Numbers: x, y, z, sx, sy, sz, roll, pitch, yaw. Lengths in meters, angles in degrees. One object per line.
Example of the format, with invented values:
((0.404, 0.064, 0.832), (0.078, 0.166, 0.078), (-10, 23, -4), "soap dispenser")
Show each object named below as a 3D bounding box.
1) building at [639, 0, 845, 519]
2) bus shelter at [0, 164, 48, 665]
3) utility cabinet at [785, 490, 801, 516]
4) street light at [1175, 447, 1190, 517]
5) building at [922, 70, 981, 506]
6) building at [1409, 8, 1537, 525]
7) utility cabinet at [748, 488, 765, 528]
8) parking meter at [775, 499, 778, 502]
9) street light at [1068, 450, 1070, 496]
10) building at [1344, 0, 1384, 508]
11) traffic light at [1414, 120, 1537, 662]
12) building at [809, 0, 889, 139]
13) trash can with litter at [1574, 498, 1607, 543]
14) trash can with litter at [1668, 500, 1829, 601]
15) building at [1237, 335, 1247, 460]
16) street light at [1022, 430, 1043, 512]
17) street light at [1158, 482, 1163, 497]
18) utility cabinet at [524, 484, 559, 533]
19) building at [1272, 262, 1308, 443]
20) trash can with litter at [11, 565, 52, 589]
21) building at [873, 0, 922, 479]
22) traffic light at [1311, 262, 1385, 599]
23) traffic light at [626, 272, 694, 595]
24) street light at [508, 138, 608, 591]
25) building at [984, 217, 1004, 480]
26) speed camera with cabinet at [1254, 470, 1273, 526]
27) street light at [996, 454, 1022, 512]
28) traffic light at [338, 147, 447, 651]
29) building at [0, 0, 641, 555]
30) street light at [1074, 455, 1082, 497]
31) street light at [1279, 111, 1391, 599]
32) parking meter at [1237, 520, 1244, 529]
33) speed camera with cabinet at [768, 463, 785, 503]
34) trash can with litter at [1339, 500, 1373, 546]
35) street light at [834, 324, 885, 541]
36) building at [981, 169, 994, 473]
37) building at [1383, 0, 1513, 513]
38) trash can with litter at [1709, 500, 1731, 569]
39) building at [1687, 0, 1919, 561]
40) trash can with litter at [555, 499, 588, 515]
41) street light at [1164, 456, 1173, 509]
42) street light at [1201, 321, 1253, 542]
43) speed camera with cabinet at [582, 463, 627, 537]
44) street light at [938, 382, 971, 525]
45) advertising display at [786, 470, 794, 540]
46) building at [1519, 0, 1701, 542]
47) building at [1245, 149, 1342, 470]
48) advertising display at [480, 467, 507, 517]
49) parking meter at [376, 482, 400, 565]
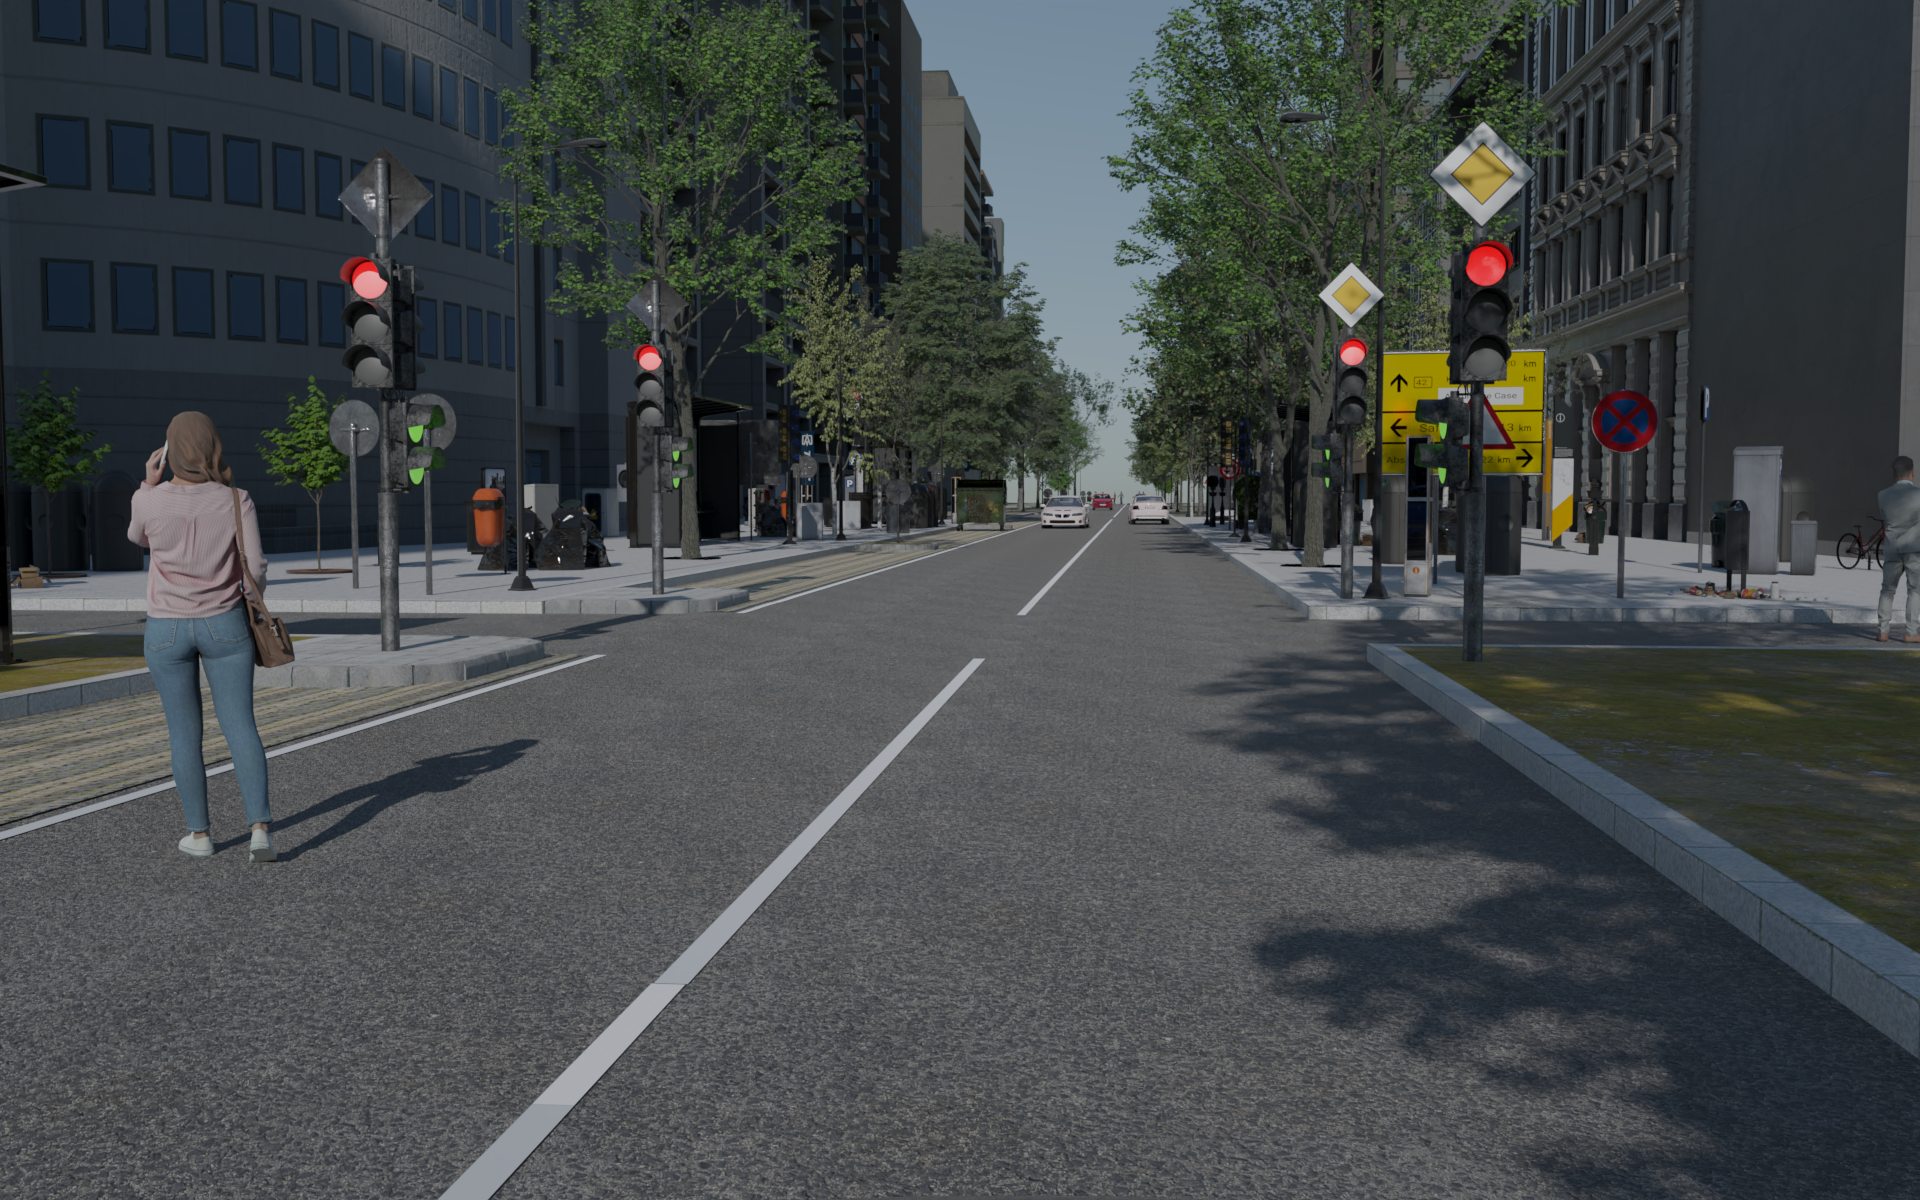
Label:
((-18.222, -41.008, 108.739), (20.563, 71.187, 20.611), (0, 4, 6), "building")
((-7.925, -1.144, 9.995), (1.731, 3.624, 6.357), (0, 4, 6), "bus shelter")
((-9.349, -5.459, 97.941), (1.173, 1.500, 0.318), (0, 4, -8), "utility cabinet")
((9.611, -6.022, 71.006), (1.470, 5.913, 1.316), (0, 4, 6), "street light")
((-9.116, -35.448, 203.278), (21.300, 48.544, 21.600), (0, 4, 6), "building")
((29.875, -15.907, 79.140), (14.314, 24.678, 30.058), (0, 4, 6), "building")
((-7.742, -3.498, 65.865), (0.318, 1.500, 1.173), (1, 4, 10), "utility cabinet")
((-9.940, -5.438, 94.627), (0.255, 1.863, 0.399), (-1, 4, -23), "parking meter")
((10.826, -12.767, 181.282), (1.470, 5.913, 1.316), (0, 4, 6), "street light")
((34.303, -28.739, 119.999), (14.600, 45.320, 14.200), (0, 4, 6), "building")
((3.924, -1.486, 13.212), (0.839, 4.253, 0.868), (0, 4, 6), "traffic light")
((-17.456, -29.337, 134.288), (22.147, 44.769, 28.867), (0, 4, 6), "building")
((16.325, -2.055, 44.986), (0.624, 1.170, 1.055), (-1, 4, -11), "trash can with litter")
((9.801, -0.664, 21.908), (1.678, 1.210, 2.233), (0, 4, 5), "trash can with litter")
((46.693, -36.374, 244.818), (14.600, 45.320, 14.200), (0, 4, 6), "building")
((5.115, -9.314, 124.823), (1.470, 5.913, 1.316), (0, 4, 6), "street light")
((14.910, -9.195, 122.881), (1.470, 5.913, 1.316), (0, 4, 6), "street light")
((-9.305, -1.820, 38.431), (0.318, 1.500, 1.173), (1, 4, 13), "utility cabinet")
((42.726, -26.332, 202.226), (14.160, 30.474, 14.107), (0, 4, 6), "building")
((-12.961, -0.740, 23.494), (1.055, 1.170, 0.624), (-3, 4, -39), "trash can with litter")
((-11.117, -30.894, 155.233), (14.600, 45.320, 14.200), (0, 4, 6), "building")
((4.731, -1.972, 21.156), (0.839, 4.253, 0.868), (0, 4, 6), "traffic light")
((-3.838, -2.024, 22.007), (0.839, 4.253, 0.868), (0, 4, 6), "traffic light")
((-5.290, -3.075, 22.814), (1.470, 5.913, 1.316), (0, 4, 6), "street light")
((-1.162, -34.647, 250.074), (14.154, 41.232, 14.086), (0, 4, 6), "building")
((11.777, -4.406, 66.369), (0.660, 3.252, 2.038), (1, 4, 22), "speed camera with cabinet")
((2.669, -7.793, 99.964), (1.470, 5.913, 1.316), (0, 4, 6), "street light")
((-4.645, -1.538, 14.063), (0.839, 4.253, 0.868), (0, 4, 6), "traffic light")
((-23.133, -30.898, 47.189), (21.231, 58.520, 28.212), (0, 4, 6), "building")
((13.431, -14.263, 205.736), (1.470, 5.913, 1.316), (0, 4, 6), "street light")
((4.578, -2.974, 21.161), (1.470, 5.913, 1.316), (0, 4, 6), "street light")
((10.410, -3.600, 64.573), (0.255, 1.863, 0.399), (3, 4, 38), "parking meter")
((-8.925, -5.293, 80.882), (0.660, 3.252, 2.038), (-3, 4, -37), "speed camera with cabinet")
((9.898, -1.920, 42.782), (1.055, 1.170, 0.624), (3, 5, 41), "trash can with litter")
((-2.733, -4.580, 47.419), (1.470, 5.913, 1.316), (0, 4, 6), "street light")
((-7.160, -35.132, 229.026), (22.147, 44.769, 28.867), (0, 4, 6), "building")
((32.770, -25.841, 106.090), (14.154, 41.232, 14.086), (0, 4, 6), "building")
((13.344, -1.128, 29.832), (0.624, 1.170, 1.055), (0, 4, 1), "trash can with litter")
((30.078, -14.842, 36.178), (24.014, 27.812, 14.314), (0, 4, 6), "building")
((-8.534, -1.588, 37.350), (0.624, 1.170, 1.055), (1, 4, 23), "trash can with litter")
((12.428, -7.691, 98.293), (1.470, 5.913, 1.316), (0, 4, 6), "street light")
((7.076, -4.491, 45.962), (1.470, 5.913, 1.316), (0, 4, 6), "street light")
((-10.304, -3.497, 51.515), (2.038, 3.252, 0.660), (2, 4, 30), "speed camera with cabinet")
((-0.223, -6.087, 72.066), (1.470, 5.913, 1.316), (0, 4, 6), "street light")
((-4.544, -2.506, 46.189), (0.123, 1.923, 0.974), (-1, 4, -10), "advertising display")
((25.011, -13.790, 54.340), (11.050, 23.489, 19.941), (0, 4, 6), "building")
((47.604, -34.772, 223.139), (22.147, 44.769, 28.867), (0, 4, 6), "building")
((-11.314, -2.252, 42.029), (0.123, 1.923, 0.974), (1, 4, 16), "advertising display")
((-10.329, -1.398, 31.273), (0.372, 1.533, 0.369), (0, 3, 0), "parking meter")
